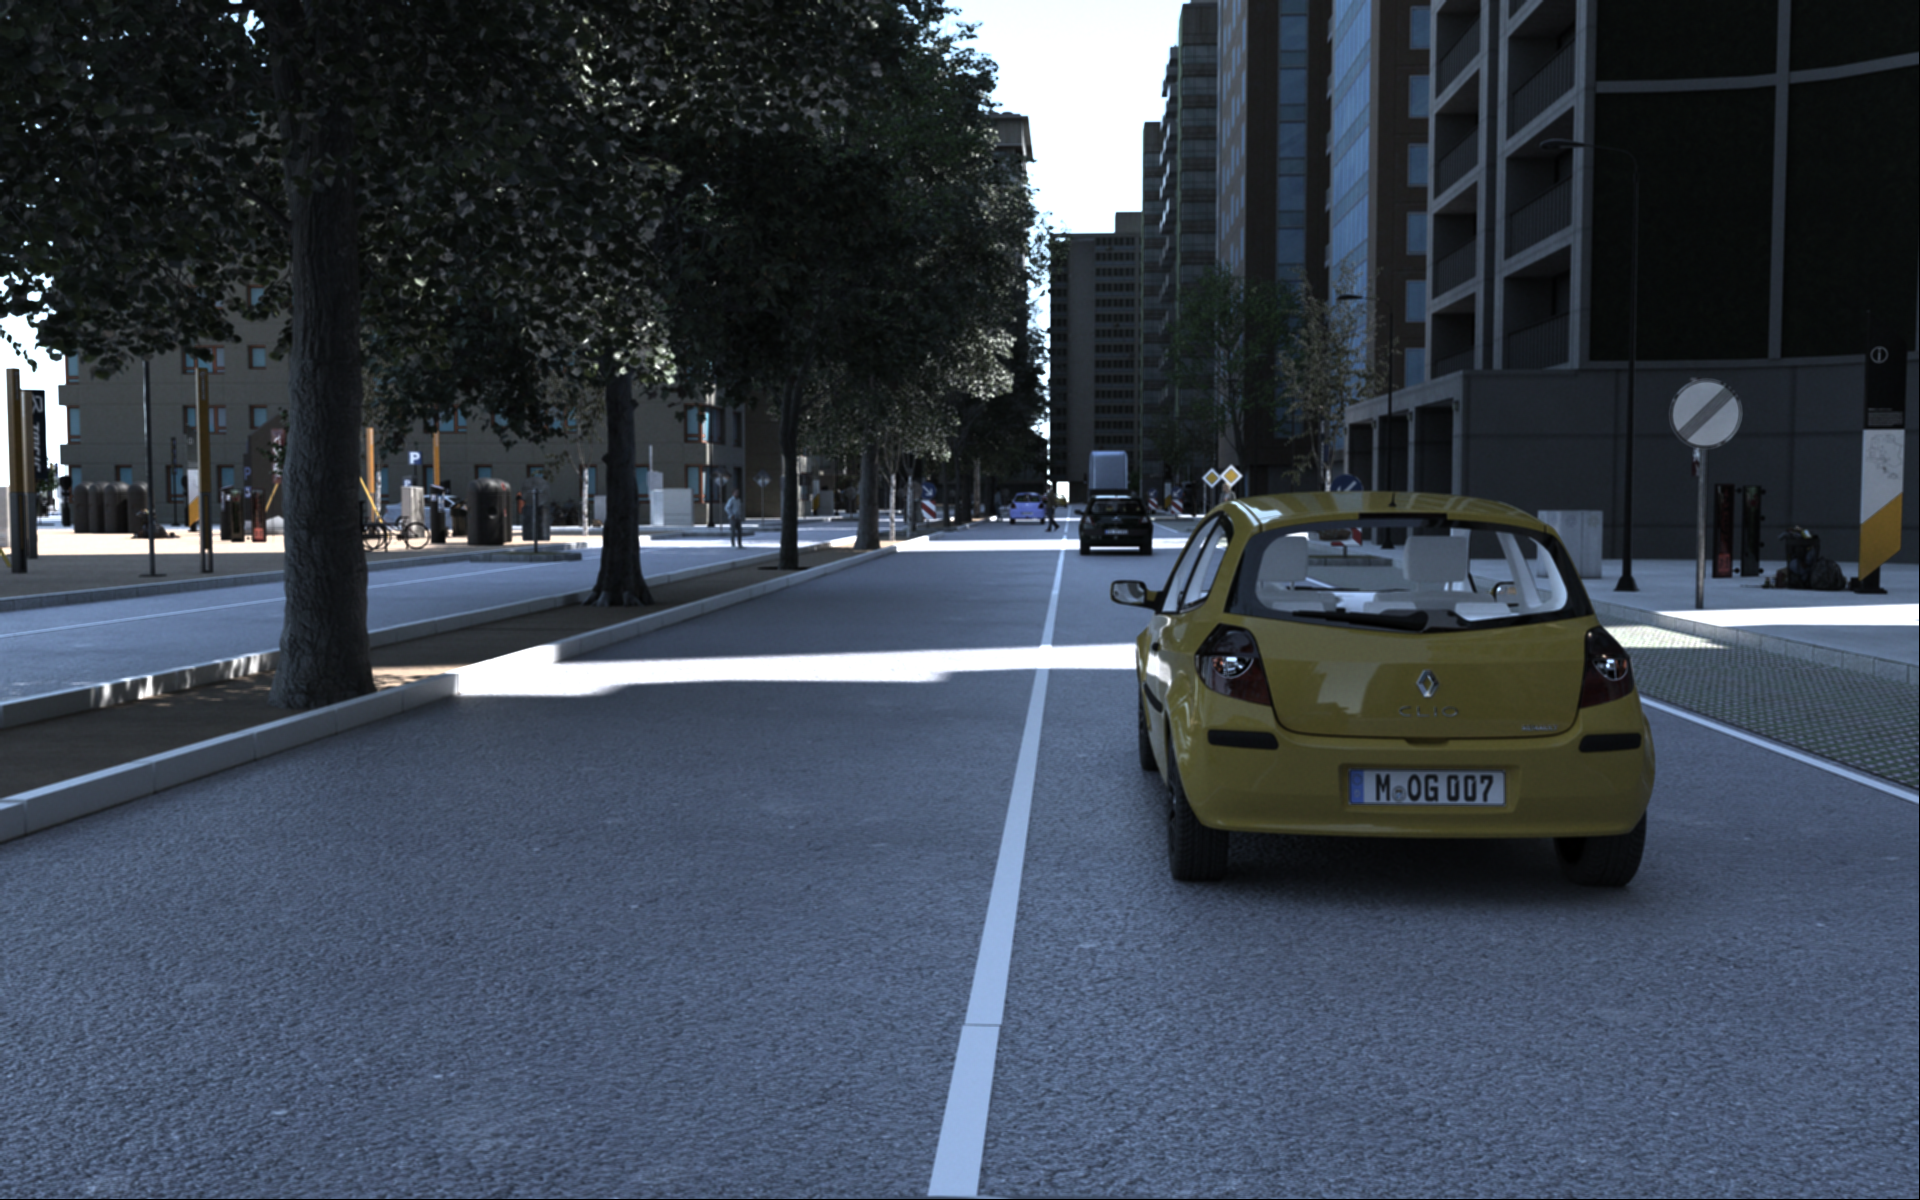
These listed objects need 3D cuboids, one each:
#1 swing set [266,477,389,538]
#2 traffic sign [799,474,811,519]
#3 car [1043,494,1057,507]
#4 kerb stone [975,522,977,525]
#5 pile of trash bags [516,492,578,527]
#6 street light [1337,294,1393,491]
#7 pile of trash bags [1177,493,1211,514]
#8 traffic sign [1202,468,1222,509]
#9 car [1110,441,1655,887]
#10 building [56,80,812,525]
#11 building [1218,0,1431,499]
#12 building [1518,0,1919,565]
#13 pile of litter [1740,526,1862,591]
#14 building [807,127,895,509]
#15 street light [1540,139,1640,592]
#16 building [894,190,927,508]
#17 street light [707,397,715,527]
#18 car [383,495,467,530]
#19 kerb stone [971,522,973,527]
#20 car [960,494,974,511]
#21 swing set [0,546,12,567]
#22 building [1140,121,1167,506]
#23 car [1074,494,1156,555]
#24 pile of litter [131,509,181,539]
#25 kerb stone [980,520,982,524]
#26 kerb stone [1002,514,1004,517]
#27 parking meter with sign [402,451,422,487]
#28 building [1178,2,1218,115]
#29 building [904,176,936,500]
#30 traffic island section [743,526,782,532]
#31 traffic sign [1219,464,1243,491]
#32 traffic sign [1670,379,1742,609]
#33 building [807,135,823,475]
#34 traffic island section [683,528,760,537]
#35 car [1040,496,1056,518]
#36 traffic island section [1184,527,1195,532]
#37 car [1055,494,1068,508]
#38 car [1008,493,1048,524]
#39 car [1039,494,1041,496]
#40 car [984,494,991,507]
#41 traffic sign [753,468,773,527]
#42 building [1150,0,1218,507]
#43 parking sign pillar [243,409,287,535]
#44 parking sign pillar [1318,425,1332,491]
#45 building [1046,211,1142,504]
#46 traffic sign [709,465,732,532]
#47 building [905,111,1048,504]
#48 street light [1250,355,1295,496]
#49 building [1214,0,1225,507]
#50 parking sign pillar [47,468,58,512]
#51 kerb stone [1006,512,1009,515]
[{"bbox_3d":[-18.329,-3.194,49.845,2.862,2.851,3.119,0,4,2],"label":"swing set"},{"bbox_3d":[-7.976,-5.310,88.941,0.606,2.300,0.079,0,4,6],"label":"traffic sign"},{"bbox_3d":[9.723,-11.027,189.329,2.155,1.783,4.494,0,4,4],"label":"car"},{"bbox_3d":[0.542,-3.343,76.846,0.120,0.150,1.000,0,4,4],"label":"kerb stone"},{"bbox_3d":[-16.745,-3.658,69.566,3.447,1.369,1.912,3,5,41],"label":"pile of trash bags"},{"bbox_3d":[9.476,-4.151,40.413,1.470,5.913,1.316,0,4,4],"label":"street light"},{"bbox_3d":[15.026,-6.282,112.470,1.912,1.369,3.447,-1,4,-22],"label":"pile of trash bags"},{"bbox_3d":[9.576,-3.807,65.890,0.795,2.450,0.064,0,4,4],"label":"traffic sign"},{"bbox_3d":[1.702,0.149,7.792,2.015,1.641,3.980,0,4,3],"label":"car"},{"bbox_3d":[-23.323,-14.751,86.212,27.650,21.520,28.899,0,4,4],"label":"building"},{"bbox_3d":[20.995,-26.838,88.909,14.600,45.320,14.200,0,4,4],"label":"building"},{"bbox_3d":[20.345,-36.555,35.924,20.563,71.187,20.611,0,4,4],"label":"building"},{"bbox_3d":[11.515,-0.584,23.506,1.176,0.858,1.719,-1,4,-22],"label":"pile of litter"},{"bbox_3d":[-13.354,-28.513,149.777,14.154,41.232,14.086,0,4,4],"label":"building"},{"bbox_3d":[8.293,-3.075,22.812,1.470,5.913,1.316,0,4,4],"label":"street light"},{"bbox_3d":[-10.791,-23.997,164.051,14.160,30.474,14.107,0,4,4],"label":"building"},{"bbox_3d":[-9.111,-5.773,66.936,1.470,5.913,1.316,0,4,4],"label":"street light"},{"bbox_3d":[-18.994,-3.186,64.091,4.499,1.417,2.014,0,4,3],"label":"car"},{"bbox_3d":[0.346,-3.154,73.761,0.120,0.150,1.000,0,4,4],"label":"kerb stone"},{"bbox_3d":[0.674,-8.441,147.793,2.009,1.686,4.222,0,4,2],"label":"car"},{"bbox_3d":[-17.458,-1.889,28.510,2.862,2.851,3.119,-1,4,-23],"label":"swing set"},{"bbox_3d":[27.128,-31.137,192.685,14.154,41.232,14.086,0,4,4],"label":"building"},{"bbox_3d":[3.772,-1.972,42.036,2.009,1.686,4.222,0,4,4],"label":"car"},{"bbox_3d":[-23.329,-2.210,50.095,1.719,0.858,1.176,2,4,30],"label":"pile of litter"},{"bbox_3d":[0.809,-3.585,80.936,0.120,0.150,1.000,0,4,4],"label":"kerb stone"},{"bbox_3d":[2.466,-5.153,106.499,0.120,0.150,1.000,0,4,4],"label":"kerb stone"},{"bbox_3d":[-22.194,-4.499,69.816,0.543,3.016,1.738,0,4,0],"label":"parking meter with sign"},{"bbox_3d":[25.483,-28.412,148.135,14.154,41.232,14.086,0,4,4],"label":"building"},{"bbox_3d":[-14.870,-31.201,202.012,23.993,40.220,32.217,0,4,4],"label":"building"},{"bbox_3d":[-7.655,-2.740,67.086,2.009,0.180,2.903,0,4,4],"label":"traffic island section"},{"bbox_3d":[9.059,-3.320,57.921,0.795,2.450,0.064,0,4,4],"label":"traffic sign"},{"bbox_3d":[8.266,-1.173,19.287,0.768,2.556,0.104,0,4,6],"label":"traffic sign"},{"bbox_3d":[-21.772,-28.604,122.293,22.147,44.769,28.867,0,4,4],"label":"building"},{"bbox_3d":[-8.172,-2.253,59.117,2.009,0.180,2.903,0,4,4],"label":"traffic island section"},{"bbox_3d":[4.677,-5.463,101.892,1.945,1.354,3.894,0,4,5],"label":"car"},{"bbox_3d":[9.600,-2.672,65.965,2.009,0.180,2.903,0,4,4],"label":"traffic island section"},{"bbox_3d":[10.442,-10.574,183.111,2.015,1.641,3.980,0,4,5],"label":"car"},{"bbox_3d":[3.252,-4.504,83.224,1.945,1.707,3.694,0,4,3],"label":"car"},{"bbox_3d":[5.606,-7.473,132.413,2.015,1.641,3.980,0,4,2],"label":"car"},{"bbox_3d":[3.610,-11.120,191.593,2.009,1.686,4.222,0,4,3],"label":"car"},{"bbox_3d":[-7.631,-3.876,67.022,0.795,2.450,0.064,0,4,4],"label":"traffic sign"},{"bbox_3d":[31.148,-33.658,169.911,23.786,49.044,30.456,0,4,4],"label":"building"},{"bbox_3d":[-21.748,-4.024,54.257,1.447,3.967,1.447,2,4,33],"label":"parking sign pillar"},{"bbox_3d":[14.437,-4.899,68.567,1.447,3.967,1.447,1,4,17],"label":"parking sign pillar"},{"bbox_3d":[24.094,-33.569,240.740,23.993,40.220,32.217,0,4,4],"label":"building"},{"bbox_3d":[-8.148,-3.389,59.054,0.795,2.450,0.064,0,4,4],"label":"traffic sign"},{"bbox_3d":[-1.793,-39.740,238.991,27.495,52.752,28.713,0,4,4],"label":"building"},{"bbox_3d":[10.557,-5.213,57.775,1.470,5.913,1.316,0,4,4],"label":"street light"},{"bbox_3d":[29.137,-35.647,124.823,21.231,58.520,28.212,0,4,4],"label":"building"},{"bbox_3d":[-66.190,-8.372,125.347,1.447,3.967,1.447,0,4,0],"label":"parking sign pillar"},{"bbox_3d":[2.987,-5.657,114.691,0.120,0.150,1.000,0,4,4],"label":"kerb stone"}]
